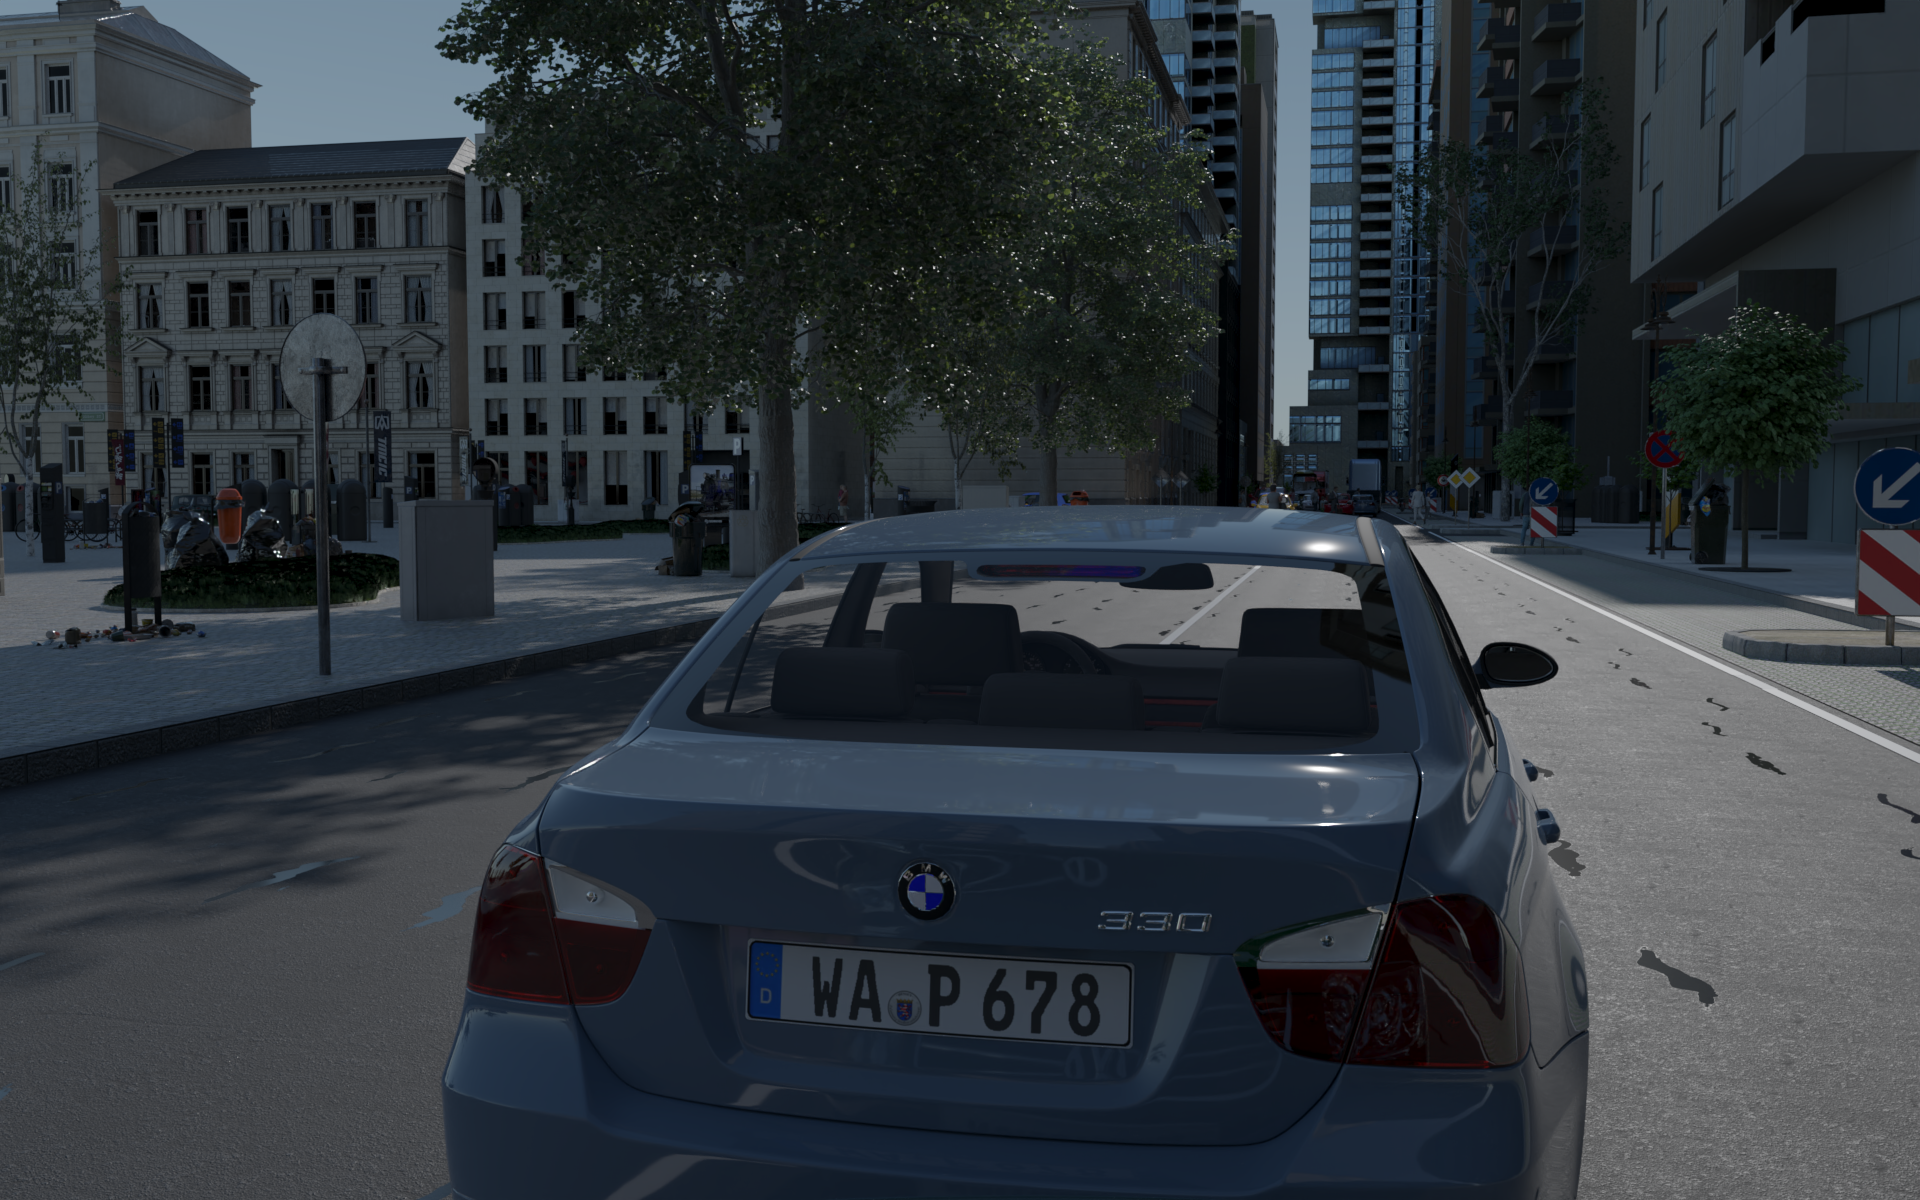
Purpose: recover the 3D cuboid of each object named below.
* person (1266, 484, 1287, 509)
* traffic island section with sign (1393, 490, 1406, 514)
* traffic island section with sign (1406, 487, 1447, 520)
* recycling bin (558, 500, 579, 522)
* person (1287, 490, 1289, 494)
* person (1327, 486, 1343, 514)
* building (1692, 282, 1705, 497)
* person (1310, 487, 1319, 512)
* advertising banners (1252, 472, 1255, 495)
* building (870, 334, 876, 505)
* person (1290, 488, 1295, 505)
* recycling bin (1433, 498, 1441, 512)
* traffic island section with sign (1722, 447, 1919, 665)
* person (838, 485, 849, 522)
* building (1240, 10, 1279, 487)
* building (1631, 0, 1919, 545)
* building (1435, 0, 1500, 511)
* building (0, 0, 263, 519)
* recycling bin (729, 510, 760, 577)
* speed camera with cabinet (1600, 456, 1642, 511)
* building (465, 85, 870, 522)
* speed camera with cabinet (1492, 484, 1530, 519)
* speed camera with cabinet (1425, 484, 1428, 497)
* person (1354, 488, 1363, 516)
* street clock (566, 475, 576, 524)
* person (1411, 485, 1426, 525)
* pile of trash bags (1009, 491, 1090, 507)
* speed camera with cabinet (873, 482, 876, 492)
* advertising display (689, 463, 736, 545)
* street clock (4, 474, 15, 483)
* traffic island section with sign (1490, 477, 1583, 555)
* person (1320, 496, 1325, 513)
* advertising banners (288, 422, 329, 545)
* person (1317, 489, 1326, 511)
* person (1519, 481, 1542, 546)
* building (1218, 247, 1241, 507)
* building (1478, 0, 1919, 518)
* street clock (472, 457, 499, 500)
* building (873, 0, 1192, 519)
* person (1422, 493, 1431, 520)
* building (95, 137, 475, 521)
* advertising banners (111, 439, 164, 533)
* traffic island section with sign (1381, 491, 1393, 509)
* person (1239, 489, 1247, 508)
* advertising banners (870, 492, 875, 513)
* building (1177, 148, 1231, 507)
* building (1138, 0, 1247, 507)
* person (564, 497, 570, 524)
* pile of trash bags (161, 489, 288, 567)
[{"bbox_3d":[10.840,-3.076,59.144,0.716,1.782,0.532,2,4,29],"label":"person"},{"bbox_3d":[32.015,-6.992,122.952,1.989,1.847,2.006,1,4,13],"label":"traffic island section with sign"},{"bbox_3d":[26.128,-5.383,96.646,1.989,1.847,2.006,1,4,13],"label":"traffic island section with sign"},{"bbox_3d":[-17.999,-4.102,79.626,0.722,1.027,0.722,2,4,25],"label":"recycling bin"},{"bbox_3d":[27.343,-8.292,144.349,0.850,1.792,0.678,1,4,12],"label":"person"},{"bbox_3d":[19.456,-4.997,90.167,0.822,1.834,0.622,3,5,39],"label":"person"},{"bbox_3d":[48.972,-32.575,74.605,28.212,58.520,21.231,1,4,13],"label":"building"},{"bbox_3d":[21.523,-5.932,105.336,0.661,1.843,0.795,-3,5,-42],"label":"person"},{"bbox_3d":[22.987,-8.508,135.291,0.090,3.025,2.074,0,4,3],"label":"advertising banners"},{"bbox_3d":[-4.106,-22.778,217.451,28.899,21.520,27.650,1,4,13],"label":"building"},{"bbox_3d":[20.552,-6.047,107.375,0.388,1.821,0.555,-2,4,-26],"label":"person"},{"bbox_3d":[33.674,-6.738,122.715,0.722,1.027,0.722,1,4,8],"label":"recycling bin"},{"bbox_3d":[7.939,-0.412,15.357,1.989,1.847,2.006,1,4,13],"label":"traffic island section with sign"},{"bbox_3d":[-4.876,-3.927,72.679,0.580,1.828,0.573,3,5,44],"label":"person"},{"bbox_3d":[24.405,-41.039,212.980,28.212,58.520,21.231,1,4,13],"label":"building"},{"bbox_3d":[33.729,-27.817,44.040,28.713,52.752,27.495,1,4,13],"label":"building"},{"bbox_3d":[44.885,-29.679,135.359,14.600,45.320,14.200,1,4,13],"label":"building"},{"bbox_3d":[-50.859,-18.872,94.469,20.117,28.700,13.634,1,4,13],"label":"building"},{"bbox_3d":[-3.226,-0.884,27.013,0.722,1.027,0.722,-1,4,-9],"label":"recycling bin"},{"bbox_3d":[34.456,-5.869,90.292,2.038,3.252,0.660,0,4,7],"label":"speed camera with cabinet"},{"bbox_3d":[-13.934,-14.085,85.038,16.860,20.320,10.420,1,4,13],"label":"building"},{"bbox_3d":[28.125,-5.744,88.252,2.038,3.252,0.660,-2,4,-25],"label":"speed camera with cabinet"},{"bbox_3d":[35.933,-8.455,132.567,0.660,3.252,2.038,1,4,15],"label":"speed camera with cabinet"},{"bbox_3d":[26.005,-6.415,113.479,0.850,1.850,0.679,3,4,36],"label":"person"},{"bbox_3d":[-14.765,-3.744,65.790,0.358,2.002,0.471,1,4,11],"label":"street clock"},{"bbox_3d":[21.233,-4.390,80.158,0.514,1.842,0.818,-2,4,-26],"label":"person"},{"bbox_3d":[2.459,-2.694,53.807,3.447,1.369,1.912,2,4,31],"label":"pile of trash bags"},{"bbox_3d":[-5.730,-7.878,123.141,0.660,3.252,2.038,1,4,9],"label":"speed camera with cabinet"},{"bbox_3d":[-5.194,-1.905,36.362,0.974,1.923,0.123,0,4,-2],"label":"advertising display"},{"bbox_3d":[-34.073,-3.521,62.130,0.471,2.002,0.358,3,5,42],"label":"street clock"},{"bbox_3d":[13.839,-2.020,41.661,1.989,1.847,2.006,1,4,13],"label":"traffic island section with sign"},{"bbox_3d":[20.096,-5.106,96.229,0.590,1.304,0.306,-2,4,-30],"label":"person"},{"bbox_3d":[-15.867,-2.816,42.232,2.074,3.025,0.090,3,5,43],"label":"advertising banners"},{"bbox_3d":[30.925,-8.575,148.646,1.348,1.831,0.705,-2,4,-24],"label":"person"},{"bbox_3d":[14.983,-2.237,45.428,0.623,1.781,0.721,1,4,21],"label":"person"},{"bbox_3d":[15.529,-18.824,137.453,12.332,23.373,15.834,1,4,13],"label":"building"},{"bbox_3d":[42.807,-27.479,103.910,22.147,44.769,28.867,1,4,13],"label":"building"},{"bbox_3d":[-9.394,-1.820,34.327,0.471,2.002,0.358,0,4,1],"label":"street clock"},{"bbox_3d":[4.380,-17.783,88.021,12.463,27.353,25.104,1,4,13],"label":"building"},{"bbox_3d":[25.307,-5.060,93.830,0.503,1.515,0.523,3,5,40],"label":"person"},{"bbox_3d":[-32.021,-13.707,88.735,19.286,19.102,10.561,1,4,13],"label":"building"},{"bbox_3d":[-26.377,-3.631,55.559,0.090,3.025,2.074,1,4,20],"label":"advertising banners"},{"bbox_3d":[48.747,-11.568,197.769,1.989,1.847,2.006,1,4,13],"label":"traffic island section with sign"},{"bbox_3d":[15.661,-5.290,95.993,0.522,1.701,0.512,-3,4,-36],"label":"person"},{"bbox_3d":[-5.092,-7.264,114.954,2.074,3.025,0.090,-2,4,-33],"label":"advertising banners"},{"bbox_3d":[8.893,-17.260,115.478,16.112,22.955,30.059,1,4,13],"label":"building"},{"bbox_3d":[16.576,-52.085,164.256,22.319,86.520,31.000,1,4,13],"label":"building"},{"bbox_3d":[-17.344,-3.917,76.826,0.394,1.301,0.425,1,4,19],"label":"person"},{"bbox_3d":[-11.806,-1.109,27.891,1.912,1.369,3.447,-1,4,-22],"label":"pile of trash bags"}]
